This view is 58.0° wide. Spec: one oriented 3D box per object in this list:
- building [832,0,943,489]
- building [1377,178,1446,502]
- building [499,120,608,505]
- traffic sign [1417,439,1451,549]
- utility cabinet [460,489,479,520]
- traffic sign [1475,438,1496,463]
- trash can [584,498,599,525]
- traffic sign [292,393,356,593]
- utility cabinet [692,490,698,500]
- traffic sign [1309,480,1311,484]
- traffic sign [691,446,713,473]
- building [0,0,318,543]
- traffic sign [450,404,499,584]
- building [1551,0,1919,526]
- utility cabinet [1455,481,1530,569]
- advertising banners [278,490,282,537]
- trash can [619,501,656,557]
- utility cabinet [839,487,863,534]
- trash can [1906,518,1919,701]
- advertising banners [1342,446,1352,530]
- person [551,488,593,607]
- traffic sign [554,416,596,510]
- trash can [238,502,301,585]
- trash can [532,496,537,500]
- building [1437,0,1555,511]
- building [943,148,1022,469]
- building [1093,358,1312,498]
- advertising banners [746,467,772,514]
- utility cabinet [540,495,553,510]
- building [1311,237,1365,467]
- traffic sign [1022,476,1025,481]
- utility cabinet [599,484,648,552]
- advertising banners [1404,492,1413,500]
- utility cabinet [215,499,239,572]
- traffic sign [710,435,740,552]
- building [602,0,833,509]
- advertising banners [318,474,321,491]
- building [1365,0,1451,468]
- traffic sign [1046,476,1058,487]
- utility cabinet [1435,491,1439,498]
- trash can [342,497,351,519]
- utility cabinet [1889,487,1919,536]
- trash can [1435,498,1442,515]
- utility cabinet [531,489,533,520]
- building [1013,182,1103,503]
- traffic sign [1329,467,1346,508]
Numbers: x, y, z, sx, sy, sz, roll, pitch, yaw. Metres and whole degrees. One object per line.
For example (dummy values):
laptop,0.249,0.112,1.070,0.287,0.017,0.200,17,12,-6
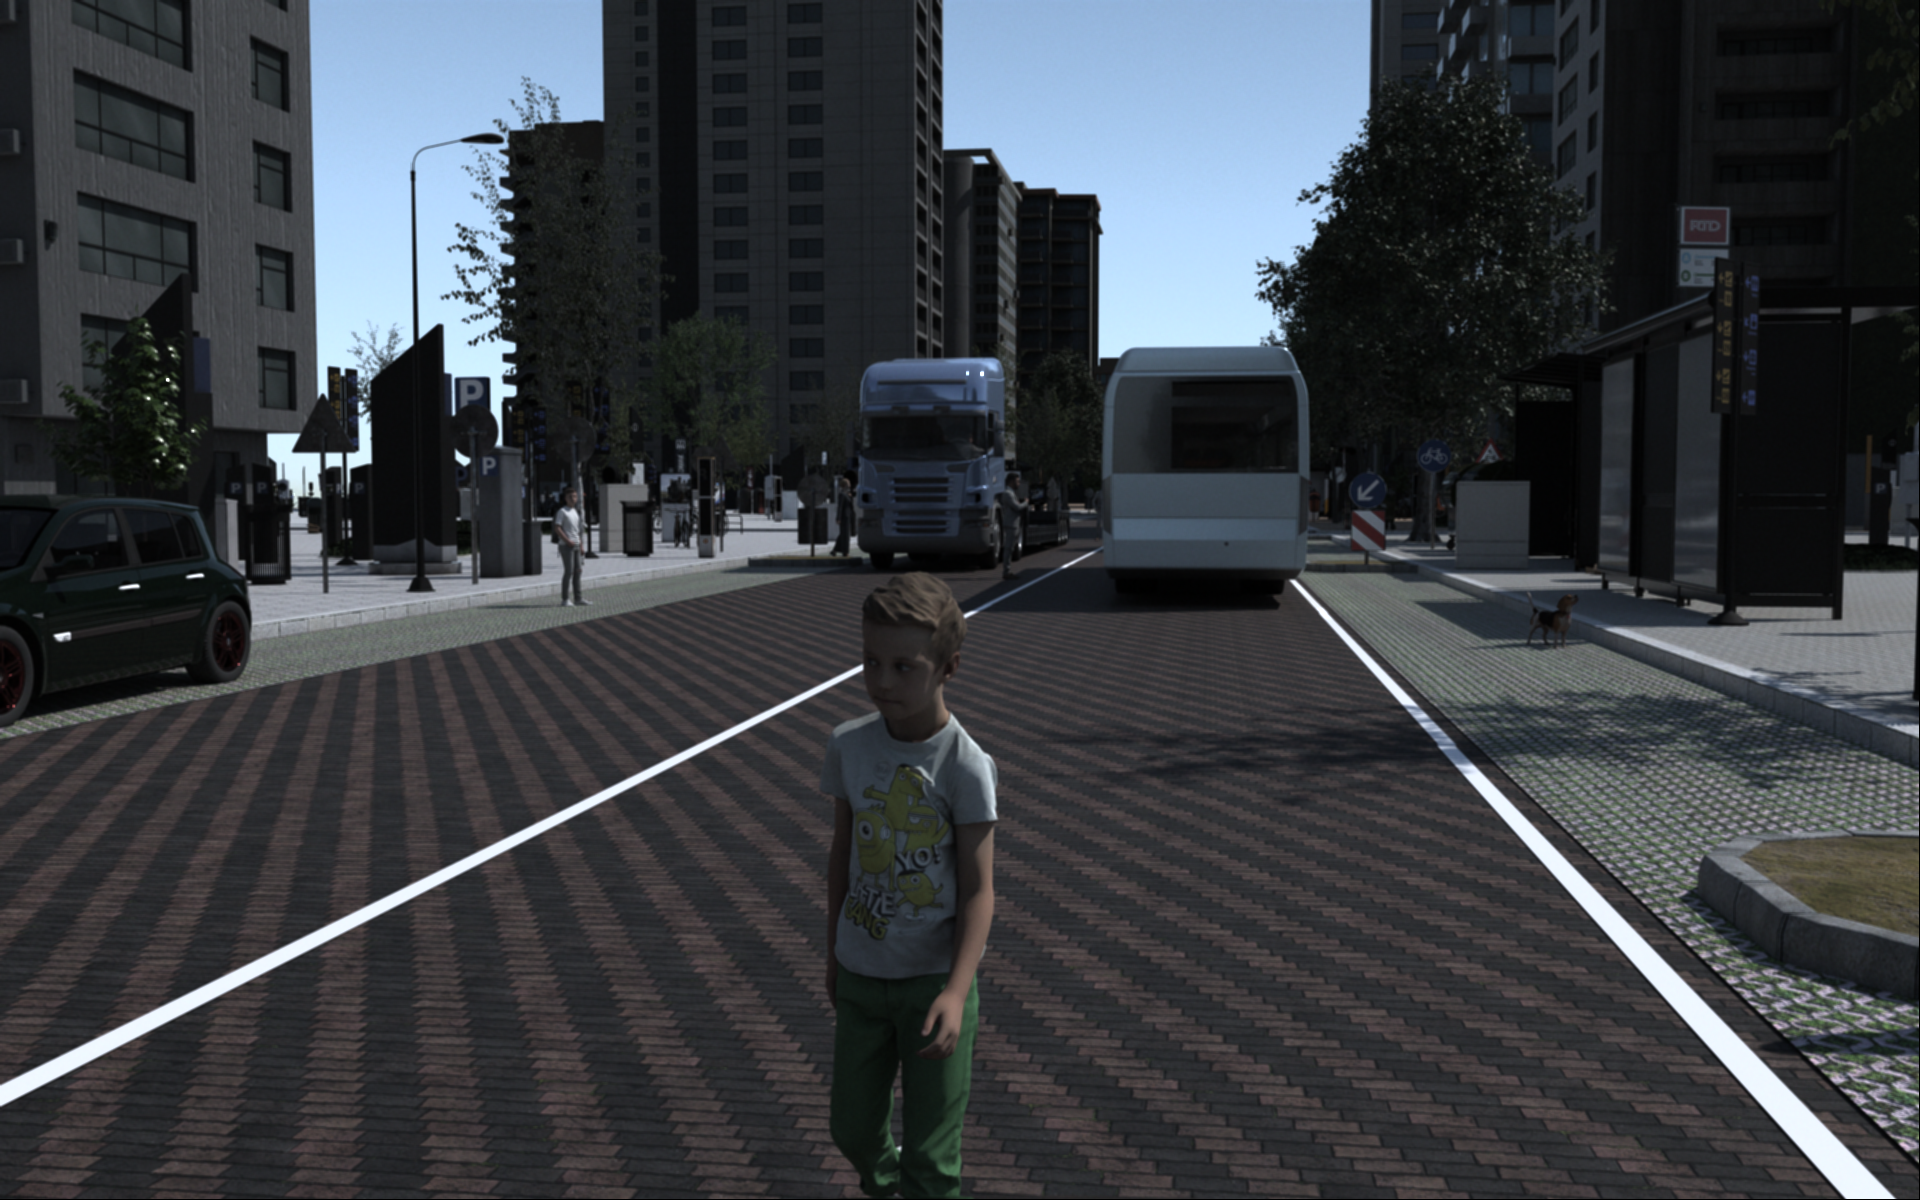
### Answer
building,-10.096,-43.609,151.253,20.563,71.187,20.611,1,4,8
building,44.473,-23.134,149.946,14.160,30.474,14.107,1,4,8
building,-44.671,-33.929,204.855,14.200,45.320,14.600,1,4,8
traffic sign,11.031,-2.461,40.346,0.768,2.556,0.104,1,4,16
utility cabinet,-22.239,-4.273,78.548,1.173,1.500,0.318,3,5,44
traffic sign,12.281,-2.456,40.154,0.884,2.594,0.081,1,4,14
trash can,-15.300,-3.691,72.005,0.748,1.137,0.748,0,3,0
traffic sign,-8.222,-1.369,22.382,0.884,2.594,0.081,1,4,9
utility cabinet,-14.089,-5.113,92.283,1.173,1.500,0.318,1,4,11
traffic sign,18.750,-5.788,94.645,0.884,2.594,0.081,1,4,10
traffic sign,-6.760,-2.802,45.915,0.768,2.556,0.104,1,4,8
building,-24.339,-16.526,41.904,14.107,30.474,14.160,1,4,8
traffic sign,-6.901,-1.496,24.574,0.768,2.556,0.104,1,4,15
building,34.242,-18.585,75.560,14.107,30.474,14.160,1,4,8
utility cabinet,9.059,-1.273,29.489,1.173,1.500,0.318,1,4,11
advertising banners,-21.086,-3.380,51.454,0.090,3.025,2.074,2,4,34
trash can,-6.601,-1.458,35.492,0.748,1.137,0.748,0,3,0
utility cabinet,-3.266,-2.799,54.438,1.173,1.500,0.318,3,5,41
trash can,5.964,0.090,10.179,0.748,1.137,0.748,0,3,0
advertising banners,13.979,-4.060,62.572,0.090,3.025,2.074,0,4,5
person,-4.939,-0.668,22.025,0.523,1.515,0.503,-1,4,-11
traffic sign,-6.304,-1.725,28.314,0.768,2.556,0.104,1,4,16
trash can,-9.841,-0.793,24.615,0.748,1.137,0.748,0,3,0
trash can,-27.609,-6.116,111.643,0.748,1.137,0.748,0,3,0
building,44.807,-30.478,117.920,23.786,49.044,30.456,1,4,8
building,-6.049,-30.508,190.684,23.993,40.220,32.217,1,4,8
building,34.231,-24.442,244.662,28.899,21.520,27.650,1,4,8
advertising banners,-12.622,-6.979,110.300,2.074,3.025,0.090,0,4,4
utility cabinet,-30.565,-7.155,128.152,0.306,1.237,1.020,2,4,30
building,60.862,-33.720,243.203,23.993,40.220,32.217,1,4,8
traffic sign,3.780,-6.630,108.411,0.884,2.594,0.081,1,4,17
utility cabinet,-7.455,-1.816,38.367,0.318,1.500,1.173,3,4,38
advertising banners,32.619,-7.843,124.422,2.074,3.025,0.090,-2,4,-30
utility cabinet,-10.493,-0.778,23.878,1.020,1.237,0.306,0,4,8
traffic sign,-5.279,-2.342,38.290,0.884,2.594,0.081,1,4,16
building,-27.342,-46.487,198.312,20.611,71.187,20.563,1,4,8
advertising banners,-53.950,-9.314,148.475,2.074,3.025,0.090,0,4,-3
building,53.944,-39.223,183.299,21.231,58.520,28.212,1,4,8
traffic sign,6.674,-7.680,125.577,0.884,2.594,0.081,1,4,18
utility cabinet,31.653,-6.548,115.741,0.318,1.500,1.173,0,4,-2
trash can,-30.941,-4.643,87.573,0.748,1.137,0.748,0,3,0
utility cabinet,28.702,-2.669,52.318,0.318,1.500,1.173,-1,4,-21
trash can,28.826,-5.676,104.459,0.748,1.137,0.748,0,3,0
utility cabinet,-19.331,-4.108,75.840,1.173,1.500,0.318,0,4,-7
building,5.341,-36.168,245.974,28.867,44.769,22.147,1,4,8
traffic sign,17.605,-4.933,80.760,0.768,2.556,0.104,1,4,13
